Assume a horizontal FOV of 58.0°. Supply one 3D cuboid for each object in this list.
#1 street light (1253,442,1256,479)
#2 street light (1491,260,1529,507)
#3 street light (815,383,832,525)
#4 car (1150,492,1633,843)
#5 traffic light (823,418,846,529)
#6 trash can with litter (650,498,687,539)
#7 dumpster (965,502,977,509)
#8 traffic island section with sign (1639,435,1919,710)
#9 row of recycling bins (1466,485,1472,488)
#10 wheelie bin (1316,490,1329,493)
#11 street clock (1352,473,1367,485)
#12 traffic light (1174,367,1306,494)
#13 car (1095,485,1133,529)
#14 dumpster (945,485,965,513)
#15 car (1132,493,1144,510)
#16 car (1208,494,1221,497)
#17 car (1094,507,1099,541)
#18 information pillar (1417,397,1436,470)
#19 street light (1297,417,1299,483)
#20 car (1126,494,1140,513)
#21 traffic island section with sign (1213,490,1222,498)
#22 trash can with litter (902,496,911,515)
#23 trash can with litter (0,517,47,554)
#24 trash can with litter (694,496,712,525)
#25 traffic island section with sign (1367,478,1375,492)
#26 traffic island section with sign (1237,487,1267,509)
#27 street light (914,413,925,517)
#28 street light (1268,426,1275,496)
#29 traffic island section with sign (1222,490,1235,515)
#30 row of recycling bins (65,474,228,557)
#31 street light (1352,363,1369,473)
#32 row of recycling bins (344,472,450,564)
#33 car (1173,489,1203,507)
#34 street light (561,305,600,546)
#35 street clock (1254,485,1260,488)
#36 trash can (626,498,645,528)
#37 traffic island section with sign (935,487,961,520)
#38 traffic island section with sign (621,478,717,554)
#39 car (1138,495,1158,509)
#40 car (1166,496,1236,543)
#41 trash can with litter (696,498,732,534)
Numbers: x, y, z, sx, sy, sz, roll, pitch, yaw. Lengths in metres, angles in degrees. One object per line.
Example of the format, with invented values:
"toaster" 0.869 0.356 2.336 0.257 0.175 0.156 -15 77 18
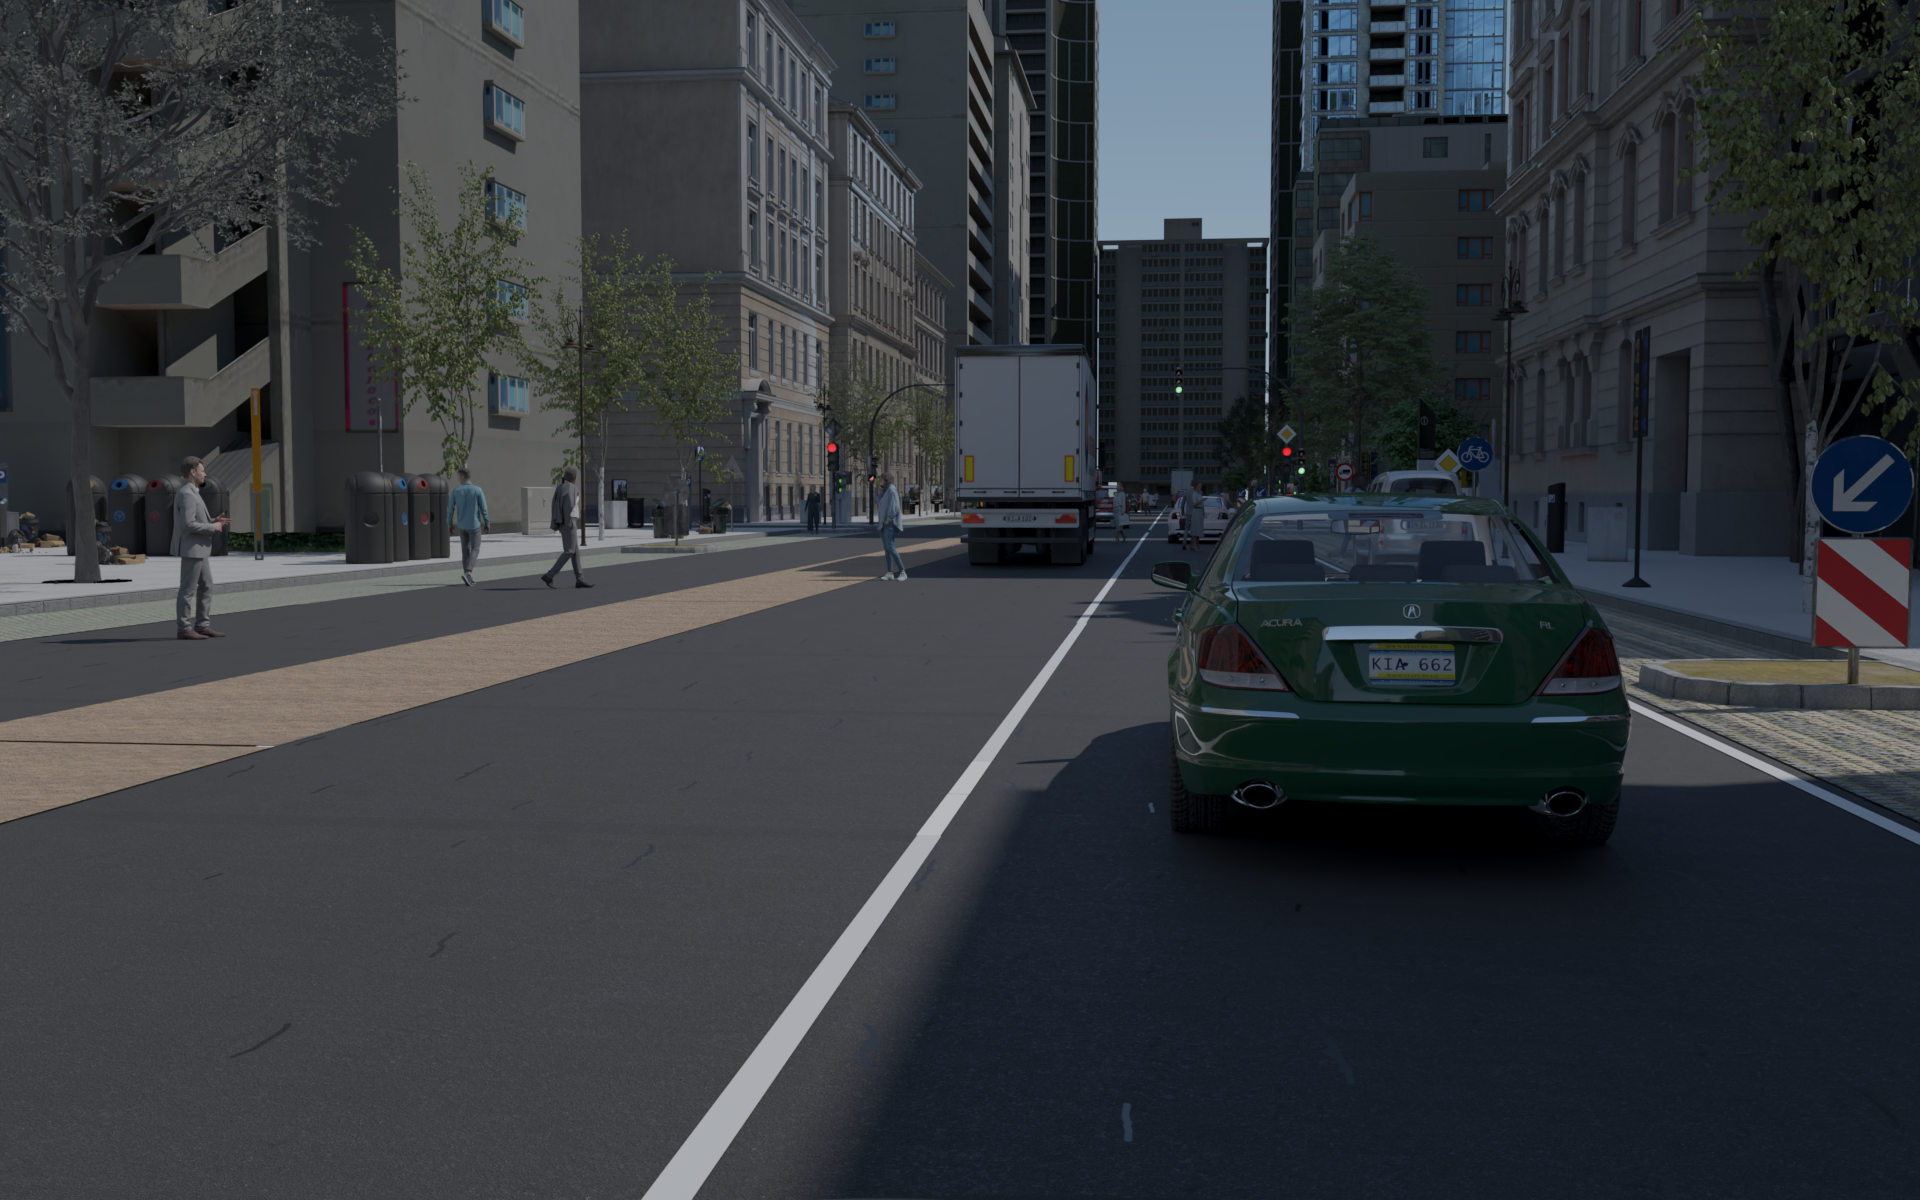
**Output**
"street light" 24.425 -10.456 143.743 0.468 5.910 1.993 0 4 7
"street light" 10.900 -3.771 34.449 0.468 5.910 1.993 0 4 7
"street light" -5.653 -6.088 72.334 0.468 5.910 1.993 0 4 7
"car" 1.996 0.193 8.638 2.131 1.459 4.920 1 4 8
"traffic light" -4.647 -4.587 63.916 0.839 4.253 0.868 0 4 7
"trash can with litter" -8.371 -2.355 49.892 1.055 1.170 0.624 1 4 18
"dumpster" 0.537 -7.357 122.779 1.502 2.255 1.985 0 4 7
"traffic island section with sign" 6.020 -0.229 12.376 1.989 1.847 2.006 0 4 7
"row of recycling bins" 21.674 -4.212 75.977 3.534 1.692 1.069 -1 4 -20
"wheelie bin" 19.170 -5.135 91.861 0.980 1.594 0.693 0 4 -5
"street clock" 13.686 -3.355 59.424 0.358 2.002 0.471 -3 4 -39
"traffic light" 10.050 -5.339 61.967 4.771 5.953 1.251 0 4 7
"car" 6.211 -3.974 73.648 2.281 1.827 5.304 0 4 5
"dumpster" -0.331 -6.764 116.355 1.264 1.857 1.865 0 4 7
"car" 16.079 -9.239 160.091 2.155 1.783 4.494 0 4 7
"car" 27.592 -10.937 187.610 1.959 1.807 4.718 1 4 8
"car" 2.976 -2.372 50.579 2.131 1.459 4.920 0 4 7
"information pillar" 11.320 -3.106 42.131 0.504 3.616 0.183 -1 4 -21
"street light" 17.865 -7.240 91.164 0.468 5.910 1.993 0 4 7
"car" 12.903 -7.509 134.564 2.131 1.459 4.920 0 4 6
"traffic island section with sign" 29.146 -11.592 198.153 1.989 1.847 2.006 0 4 7
"trash can with litter" -3.268 -5.859 107.182 0.624 1.170 1.055 -1 4 -10
"trash can with litter" -20.918 -1.653 38.086 1.678 1.210 2.233 -1 4 -21
"trash can with litter" -10.811 -3.814 73.421 1.678 1.210 2.233 0 4 -8
"traffic island section with sign" 9.340 -1.865 39.127 1.989 1.847 2.006 0 4 7
"traffic island section with sign" 16.204 -5.240 94.294 1.989 1.847 2.006 0 4 7
"street light" -2.291 -7.692 98.559 0.468 5.910 1.993 0 4 7
"street light" 21.077 -8.845 117.408 0.468 5.910 1.993 0 4 7
"traffic island section with sign" 19.535 -6.876 121.043 1.989 1.847 2.006 0 4 7
"row of recycling bins" -16.936 -1.772 36.085 3.534 1.692 1.069 1 4 8
"street light" 14.131 -5.410 61.236 0.468 5.910 1.993 0 4 7
"row of recycling bins" -10.826 -1.602 33.298 1.069 1.692 3.534 0 4 6
"car" 17.585 -7.648 133.711 2.281 1.827 5.304 1 4 8
"street light" -9.300 -4.269 42.593 0.468 5.910 1.993 0 4 7
"street clock" 24.270 -8.371 141.438 0.358 2.002 0.471 -3 4 -38
"trash can" -12.205 -3.275 65.192 0.748 1.137 0.748 0 3 0
"traffic island section with sign" -0.281 -5.387 96.708 1.989 1.847 2.006 0 4 7
"traffic island section with sign" -7.048 -2.066 42.410 1.989 1.847 2.006 0 4 7
"car" 18.722 -9.819 172.901 2.083 1.381 4.827 0 4 8
"car" 7.169 -2.403 51.651 2.083 1.381 4.827 1 4 9
"trash can with litter" -7.869 -2.686 55.297 1.055 1.170 0.624 -3 5 -41
